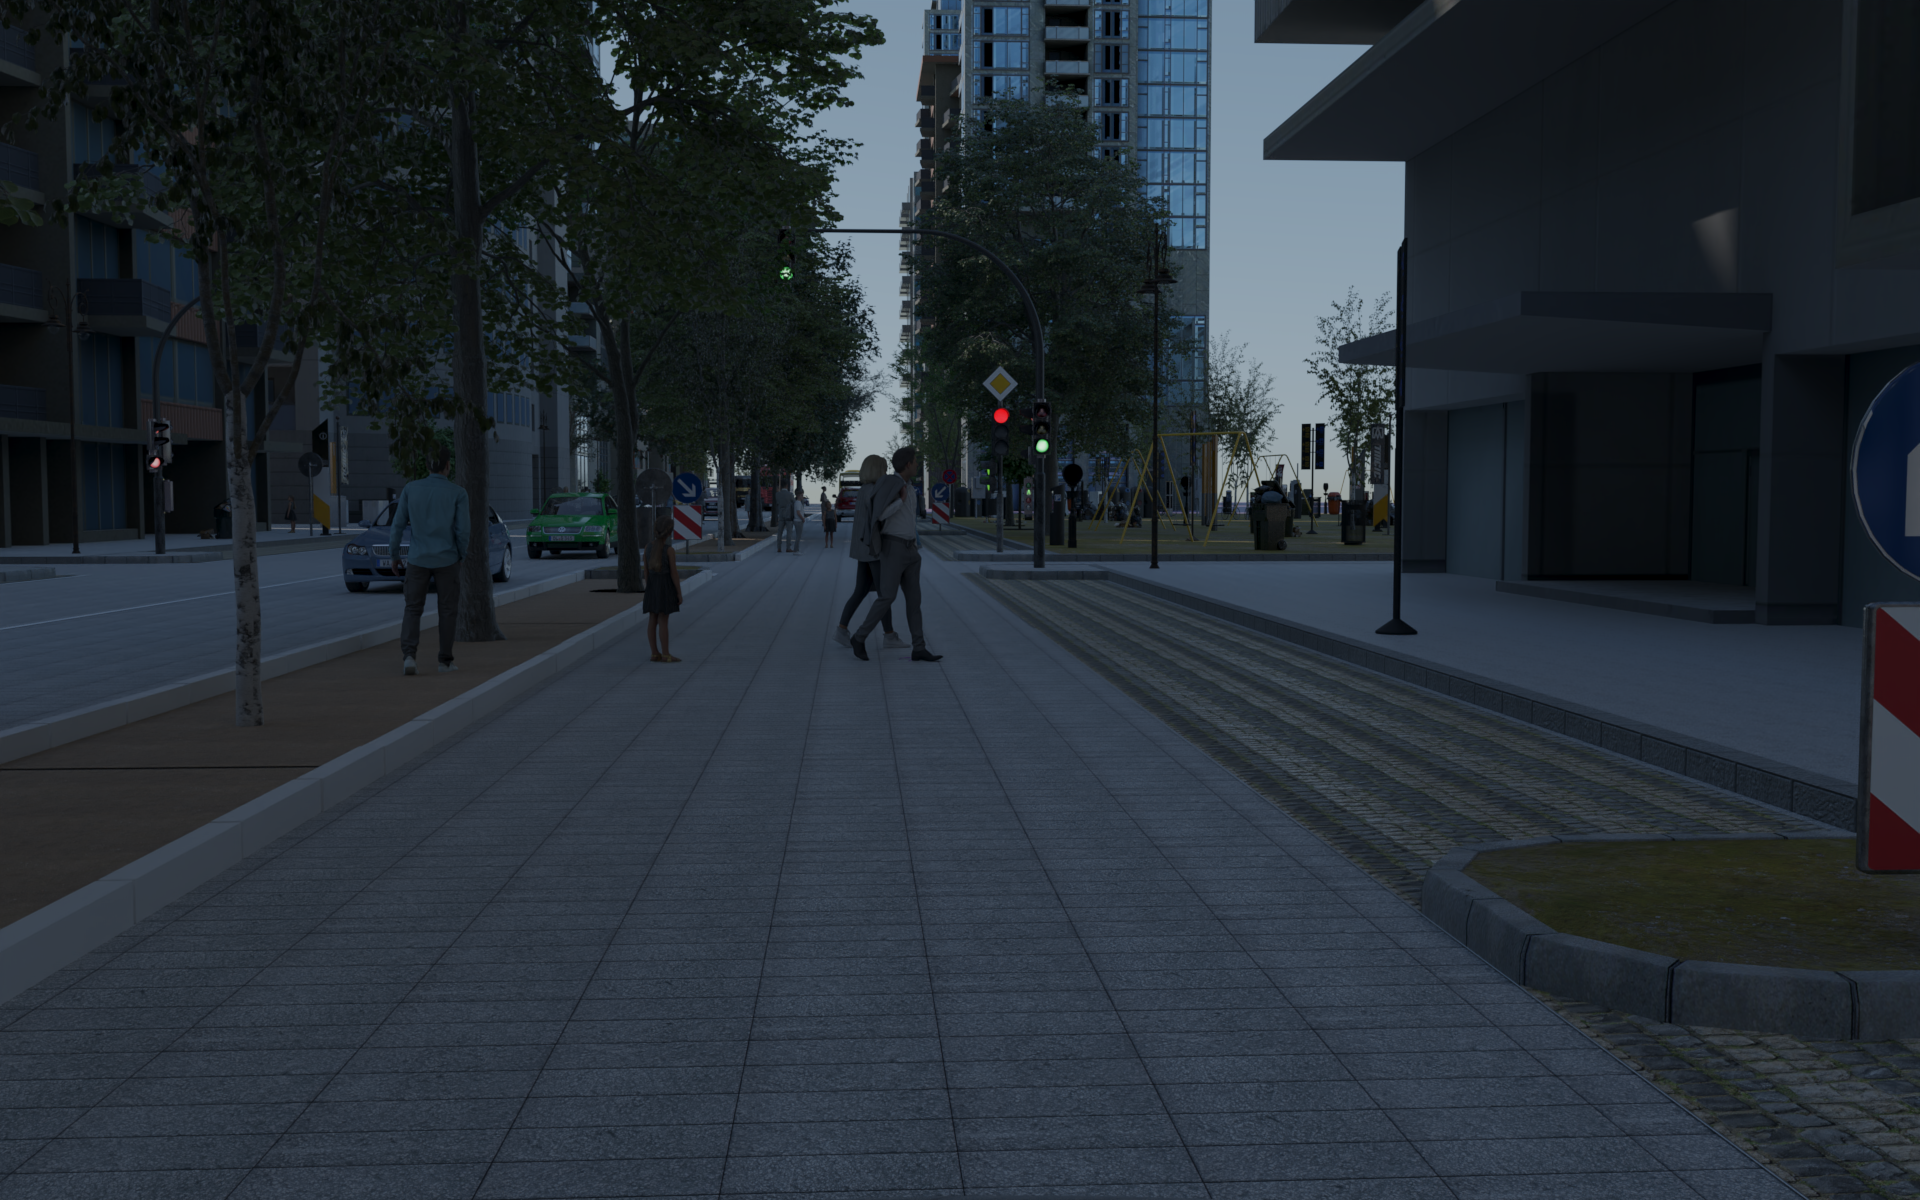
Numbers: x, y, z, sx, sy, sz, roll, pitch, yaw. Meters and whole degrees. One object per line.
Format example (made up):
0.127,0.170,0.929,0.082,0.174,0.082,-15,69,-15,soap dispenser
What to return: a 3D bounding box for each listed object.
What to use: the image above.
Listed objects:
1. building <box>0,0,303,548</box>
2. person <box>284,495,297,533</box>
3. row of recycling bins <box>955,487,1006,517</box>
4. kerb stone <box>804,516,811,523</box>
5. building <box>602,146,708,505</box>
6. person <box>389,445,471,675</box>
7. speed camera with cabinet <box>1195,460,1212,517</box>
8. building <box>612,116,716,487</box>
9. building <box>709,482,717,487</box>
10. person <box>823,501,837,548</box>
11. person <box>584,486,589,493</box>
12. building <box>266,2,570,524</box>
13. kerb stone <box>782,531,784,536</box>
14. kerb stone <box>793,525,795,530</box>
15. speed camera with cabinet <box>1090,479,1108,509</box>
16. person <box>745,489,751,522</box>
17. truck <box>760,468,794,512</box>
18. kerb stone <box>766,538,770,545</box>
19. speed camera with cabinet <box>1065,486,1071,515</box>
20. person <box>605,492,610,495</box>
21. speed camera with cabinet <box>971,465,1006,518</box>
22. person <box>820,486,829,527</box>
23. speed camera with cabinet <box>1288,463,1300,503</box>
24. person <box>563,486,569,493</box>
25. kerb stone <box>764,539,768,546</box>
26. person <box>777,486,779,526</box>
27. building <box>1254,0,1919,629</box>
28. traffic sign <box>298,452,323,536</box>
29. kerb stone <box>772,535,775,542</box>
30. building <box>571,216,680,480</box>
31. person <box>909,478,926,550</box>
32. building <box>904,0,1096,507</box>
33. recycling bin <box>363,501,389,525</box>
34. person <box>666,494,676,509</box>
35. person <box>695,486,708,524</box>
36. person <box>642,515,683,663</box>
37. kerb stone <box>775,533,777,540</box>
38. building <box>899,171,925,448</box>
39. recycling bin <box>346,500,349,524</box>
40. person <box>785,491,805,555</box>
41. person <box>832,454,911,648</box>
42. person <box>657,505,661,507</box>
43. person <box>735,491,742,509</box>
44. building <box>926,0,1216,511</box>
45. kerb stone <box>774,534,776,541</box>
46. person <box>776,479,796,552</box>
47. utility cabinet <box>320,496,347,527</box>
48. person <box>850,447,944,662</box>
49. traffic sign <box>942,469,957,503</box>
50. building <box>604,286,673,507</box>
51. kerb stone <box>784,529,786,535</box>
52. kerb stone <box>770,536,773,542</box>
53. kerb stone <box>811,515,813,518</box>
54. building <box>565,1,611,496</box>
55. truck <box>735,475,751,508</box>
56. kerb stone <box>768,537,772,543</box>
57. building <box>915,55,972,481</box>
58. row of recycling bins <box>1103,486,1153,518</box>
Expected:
-32.961,-24.170,49.806,22.147,44.769,28.867,0,4,-4,building
-22.014,-2.827,56.938,0.373,1.253,0.362,0,4,4,person
1.177,-5.538,97.661,3.534,1.692,1.069,-3,4,-37,row of recycling bins
-8.172,-4.310,92.735,0.120,0.150,1.000,0,4,-4,kerb stone
-37.279,-31.738,202.502,14.154,41.232,14.086,0,4,-4,building
-4.219,-0.320,13.752,0.660,1.820,0.620,0,4,-6,person
13.863,-6.366,98.414,0.660,3.252,2.038,0,4,-6,speed camera with cabinet
-43.992,-37.025,224.973,23.786,49.044,30.456,0,4,-4,building
-49.910,-34.277,252.307,32.217,40.220,23.993,0,4,-4,building
-3.440,-2.003,45.913,0.362,1.253,0.373,-1,4,-10,person
-17.630,-4.484,81.997,0.511,1.800,0.466,-1,4,-10,person
-32.629,-33.269,85.947,21.231,58.520,28.212,0,4,-4,building
-5.962,-2.122,56.910,0.120,0.150,1.000,0,4,-4,kerb stone
-6.588,-2.747,67.139,0.120,0.150,1.000,0,4,-4,kerb stone
8.596,-6.909,107.293,0.660,3.252,2.038,1,4,22,speed camera with cabinet
-10.672,-4.793,87.870,0.512,1.701,0.522,0,4,5,person
-15.448,-9.576,145.483,2.839,4.237,11.283,0,4,-3,truck
-5.394,-1.561,47.716,0.120,0.150,1.000,0,4,-4,kerb stone
6.727,-7.219,112.358,2.038,3.252,0.660,-1,4,-14,speed camera with cabinet
-24.586,-6.922,119.740,0.750,1.759,0.617,-1,4,-18,person
1.649,-5.963,91.826,2.038,3.252,0.660,0,4,-8,speed camera with cabinet
-5.803,-4.028,74.706,0.374,1.781,0.599,-2,4,-26,person
21.453,-7.161,111.422,0.660,3.252,2.038,0,4,5,speed camera with cabinet
-18.297,-4.408,80.759,0.709,1.800,0.728,-1,4,-10,person
-5.330,-1.499,46.697,0.120,0.150,1.000,0,4,-4,kerb stone
-8.072,-4.129,76.276,0.520,1.790,0.573,1,4,17,person
18.975,-26.051,15.175,28.713,52.752,27.495,0,4,-4,building
-19.763,-3.217,52.696,0.768,2.556,0.104,0,4,4,traffic sign
-5.581,-1.748,50.777,0.120,0.150,1.000,0,4,-4,kerb stone
-36.592,-24.853,178.051,14.160,30.474,14.107,0,4,-4,building
-1.253,-2.142,43.512,0.713,1.824,0.794,1,4,22,person
4.025,-55.821,225.347,22.319,86.520,31.000,0,4,-4,building
-22.717,-3.351,67.348,0.722,1.027,0.722,1,4,17,recycling bin
-16.090,-5.372,96.427,0.616,1.811,0.778,-1,4,-15,person
-12.245,-4.481,81.948,0.592,1.802,0.473,2,4,24,person
-2.534,-0.097,14.749,0.362,1.253,0.373,2,4,35,person
-5.708,-1.870,52.817,0.120,0.150,1.000,0,4,-4,kerb stone
2.254,-39.014,257.486,23.786,49.044,30.456,0,4,-4,building
-26.400,-3.716,73.313,0.722,1.027,0.722,1,4,17,recycling bin
-3.796,-1.802,40.563,0.503,1.515,0.523,3,5,40,person
-0.851,-0.459,16.186,0.728,1.800,0.709,-1,4,-15,person
-26.856,-9.008,153.986,0.551,1.740,0.621,1,4,15,person
-21.501,-9.616,166.441,1.217,1.735,0.721,-1,4,-20,person
8.735,-50.692,141.486,22.319,86.520,31.000,0,4,-4,building
-5.651,-1.810,51.796,0.120,0.150,1.000,0,4,-4,kerb stone
-4.270,-2.077,42.643,0.511,1.800,0.466,1,4,9,person
-24.318,-3.428,67.213,0.306,1.237,1.020,2,4,32,utility cabinet
-0.561,-0.381,14.832,0.850,1.850,0.679,1,4,23,person
-0.532,-5.404,88.468,0.768,2.556,0.104,0,4,-3,traffic sign
-41.435,-19.051,156.523,27.650,21.520,28.899,0,4,-4,building
-6.090,-2.248,58.951,0.120,0.150,1.000,0,4,-4,kerb stone
-5.529,-1.686,49.756,0.120,0.150,1.000,0,4,-4,kerb stone
-8.431,-4.565,96.828,0.120,0.150,1.000,0,4,-4,kerb stone
-37.093,-49.675,124.855,22.319,86.520,31.000,0,4,-4,building
-22.372,-11.296,180.620,3.469,3.379,9.791,0,4,-5,truck
-5.456,-1.623,48.737,0.120,0.150,1.000,0,4,-4,kerb stone
6.786,-31.714,173.142,22.147,44.769,28.867,0,4,-4,building
9.011,-5.203,92.181,3.534,1.692,1.069,-3,4,-38,row of recycling bins
